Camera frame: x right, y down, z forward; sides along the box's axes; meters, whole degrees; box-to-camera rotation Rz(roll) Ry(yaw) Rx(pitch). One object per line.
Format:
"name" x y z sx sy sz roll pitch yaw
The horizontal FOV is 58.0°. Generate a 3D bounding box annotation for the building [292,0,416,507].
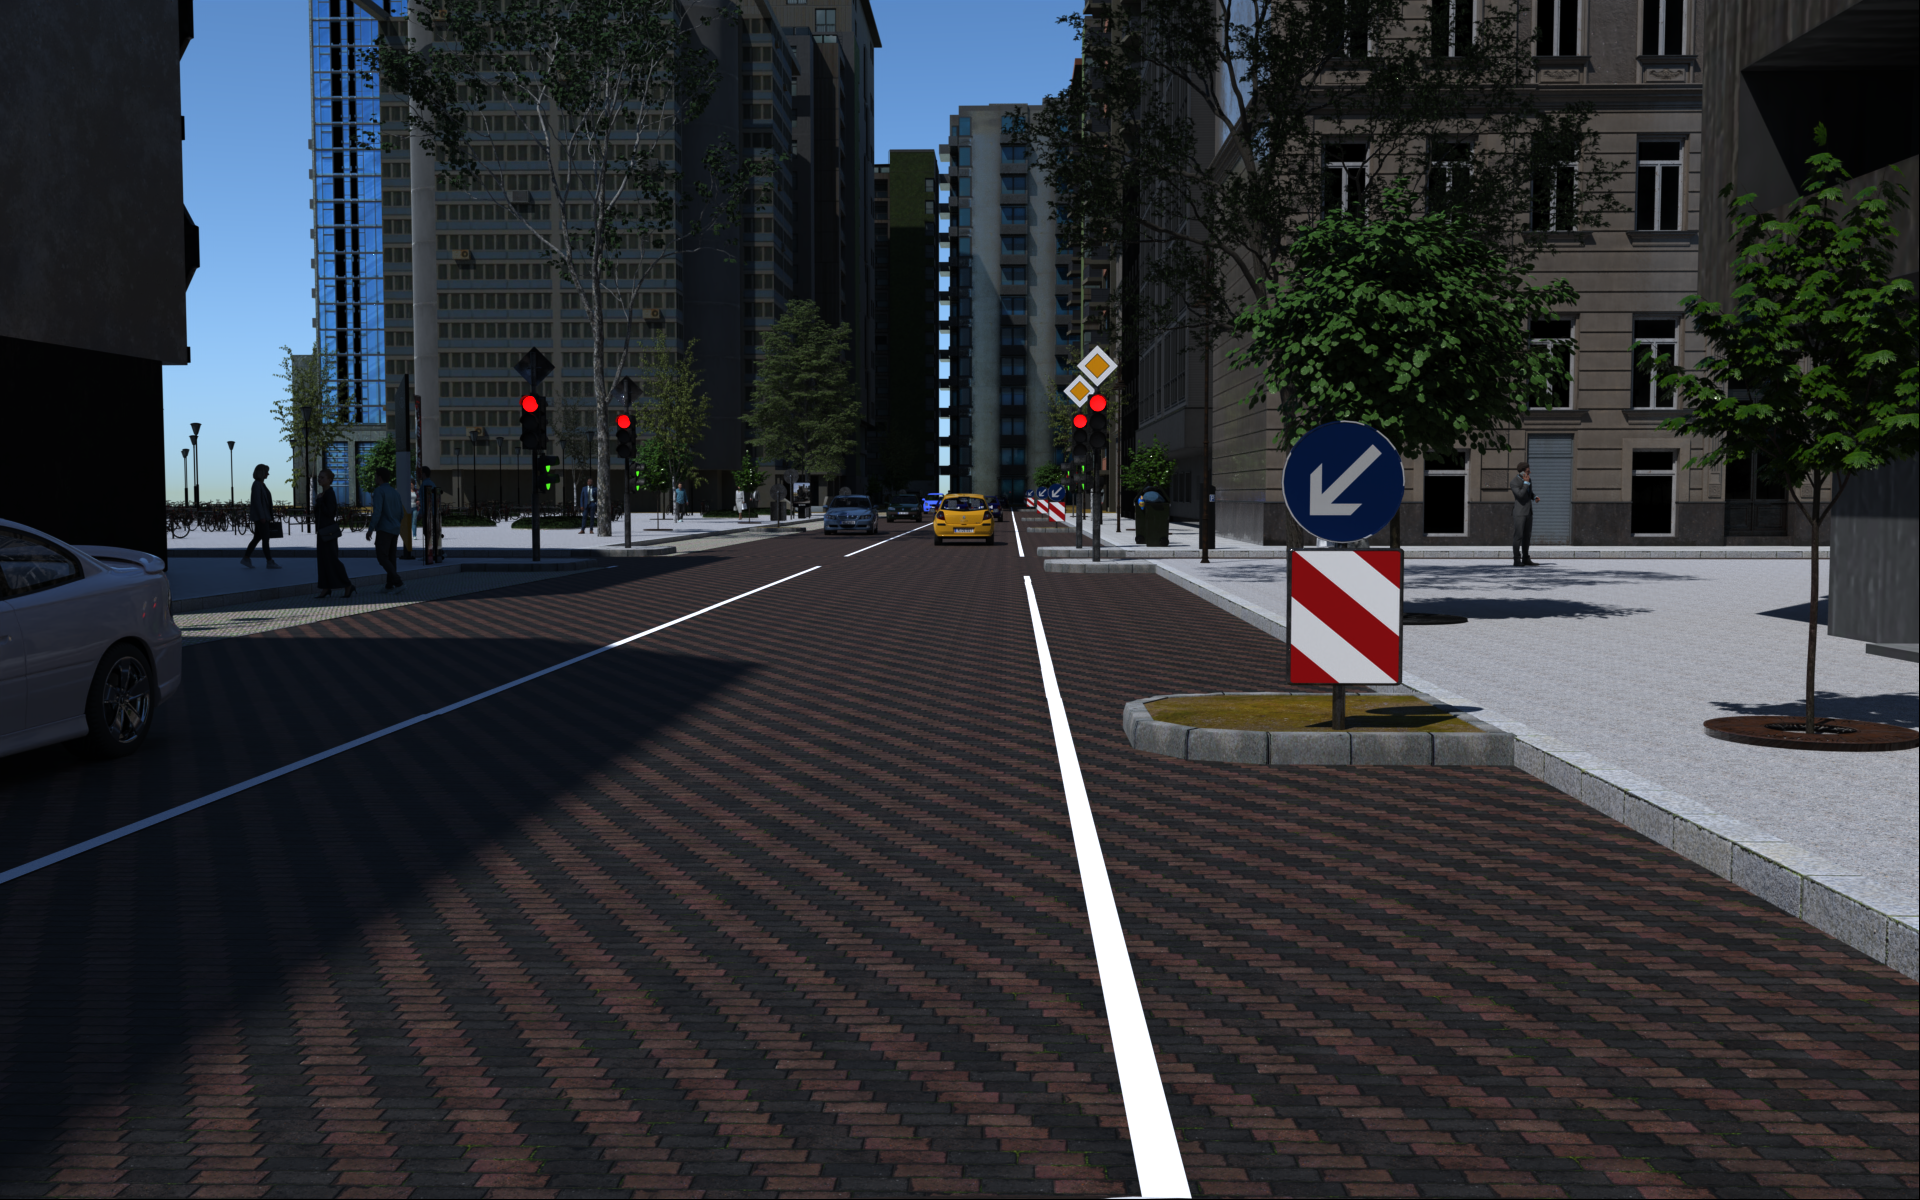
"building" -52.814 -52.984 178.966 31.000 86.520 22.319 0 4 2

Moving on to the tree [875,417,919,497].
"tree" -6.290 -13.115 164.793 4.737 8.622 4.395 0 3 0

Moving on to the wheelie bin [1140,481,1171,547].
"wheelie bin" 4.796 -2.097 42.198 0.693 1.594 0.980 0 4 6

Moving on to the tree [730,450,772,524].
"tree" -9.276 -4.942 75.398 1.663 3.219 1.824 0 3 0

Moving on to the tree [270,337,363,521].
"tree" -30.675 -8.054 82.045 4.737 8.622 4.395 0 3 0

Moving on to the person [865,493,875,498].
"person" -8.368 -9.449 160.164 1.348 1.869 0.705 3 5 43

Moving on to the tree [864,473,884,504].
"tree" -7.339 -9.170 144.531 1.663 3.219 1.824 0 3 0

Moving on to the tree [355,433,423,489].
"tree" -29.587 -6.515 90.232 4.285 4.588 4.351 0 3 0

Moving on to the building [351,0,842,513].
"building" -25.496 -26.768 129.544 32.217 40.220 23.993 0 4 2

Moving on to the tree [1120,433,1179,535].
"tree" 6.068 -3.679 54.751 1.663 3.219 1.824 0 3 0

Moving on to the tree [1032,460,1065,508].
"tree" 8.484 -11.050 164.381 4.285 4.588 4.351 0 3 0

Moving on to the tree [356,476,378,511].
"tree" -33.558 -6.350 98.426 1.663 3.219 1.824 0 3 0

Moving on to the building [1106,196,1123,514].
"building" 15.141 -16.451 105.131 11.583 22.565 21.152 0 4 2

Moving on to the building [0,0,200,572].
"building" -21.542 -9.516 23.039 16.811 18.784 16.820 0 4 2

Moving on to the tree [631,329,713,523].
"tree" -12.683 -7.718 76.555 4.737 8.622 4.395 0 3 0

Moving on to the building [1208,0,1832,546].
"building" 19.773 -15.294 47.322 25.104 27.353 12.463 0 4 2

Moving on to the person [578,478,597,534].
"person" -12.025 -3.052 56.119 0.721 1.800 0.419 -1 4 -15

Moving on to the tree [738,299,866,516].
"tree" -9.199 -11.223 101.620 7.486 12.596 7.792 0 3 0

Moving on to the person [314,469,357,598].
"person" -8.630 -0.907 23.755 0.576 1.772 0.534 3 5 40

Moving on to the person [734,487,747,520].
"person" -10.943 -4.896 86.452 0.694 1.780 0.624 3 4 36

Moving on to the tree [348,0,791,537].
"tree" -11.356 -11.898 50.427 12.611 20.169 13.585 0 3 0

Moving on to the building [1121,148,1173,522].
"building" 14.783 -15.717 86.651 12.332 23.373 15.834 0 4 2

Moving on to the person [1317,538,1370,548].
"person" 5.483 -1.121 24.716 0.694 1.780 0.624 -1 4 -22

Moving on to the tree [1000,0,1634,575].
"tree" 4.617 -5.444 23.425 8.767 10.594 7.601 0 4 7

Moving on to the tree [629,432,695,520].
"tree" -14.991 -6.321 87.055 4.285 4.588 4.351 0 3 0

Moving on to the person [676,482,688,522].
"person" -12.903 -4.518 79.929 0.660 1.820 0.620 -2 4 -34

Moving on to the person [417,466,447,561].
"person" -10.152 -1.664 33.265 0.620 1.820 0.660 0 4 -3

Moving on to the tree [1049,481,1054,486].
"tree" 7.781 -8.637 135.808 1.663 3.219 1.824 0 3 0

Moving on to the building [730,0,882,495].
"building" -22.604 -35.855 175.471 27.495 52.752 28.713 0 4 2

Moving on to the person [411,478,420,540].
"person" -15.428 -2.557 48.693 0.563 1.720 0.643 -2 4 -29

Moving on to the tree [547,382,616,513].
"tree" -25.117 -9.997 113.815 4.360 8.622 3.978 0 3 0

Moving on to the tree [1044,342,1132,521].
"tree" 6.109 -8.113 83.016 4.737 8.622 4.395 0 3 0

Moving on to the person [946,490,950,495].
"person" -0.943 -8.502 148.033 0.617 1.759 0.750 0 4 4

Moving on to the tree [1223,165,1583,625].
"tree" 4.388 -2.071 17.582 4.285 4.588 4.351 0 3 0

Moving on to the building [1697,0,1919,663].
"building" 13.129 -14.682 11.745 14.160 30.474 14.107 0 4 2

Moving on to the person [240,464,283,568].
"person" -12.085 -1.452 29.963 0.728 1.800 0.709 0 4 -6

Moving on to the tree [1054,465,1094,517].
"tree" 6.592 -6.279 97.259 1.663 3.219 1.824 0 3 0

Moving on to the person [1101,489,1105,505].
"person" 7.145 -5.081 89.215 0.635 1.810 0.391 1 4 22

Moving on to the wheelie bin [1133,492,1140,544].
"wheelie bin" 4.802 -2.238 44.500 0.693 1.594 0.980 0 4 5

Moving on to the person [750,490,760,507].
"person" -13.448 -6.553 113.578 0.661 1.777 0.834 0 4 1

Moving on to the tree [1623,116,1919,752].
"tree" 4.342 -0.883 9.046 1.663 3.219 1.824 0 3 0

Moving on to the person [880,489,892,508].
"person" -6.673 -9.201 157.211 1.217 1.736 0.721 1 4 19

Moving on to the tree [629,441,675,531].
"tree" -10.552 -4.053 60.868 1.663 3.219 1.824 0 3 0

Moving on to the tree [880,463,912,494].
"tree" -6.573 -12.005 179.998 4.285 4.588 4.351 0 3 0

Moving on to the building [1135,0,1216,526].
"building" 14.746 -16.697 66.509 14.314 27.812 24.014 0 4 2

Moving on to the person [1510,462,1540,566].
"person" 10.083 -1.526 30.795 0.655 1.846 0.447 -3 5 -41

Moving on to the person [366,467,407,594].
"person" -8.148 -0.991 24.729 0.620 1.820 0.660 1 4 11
